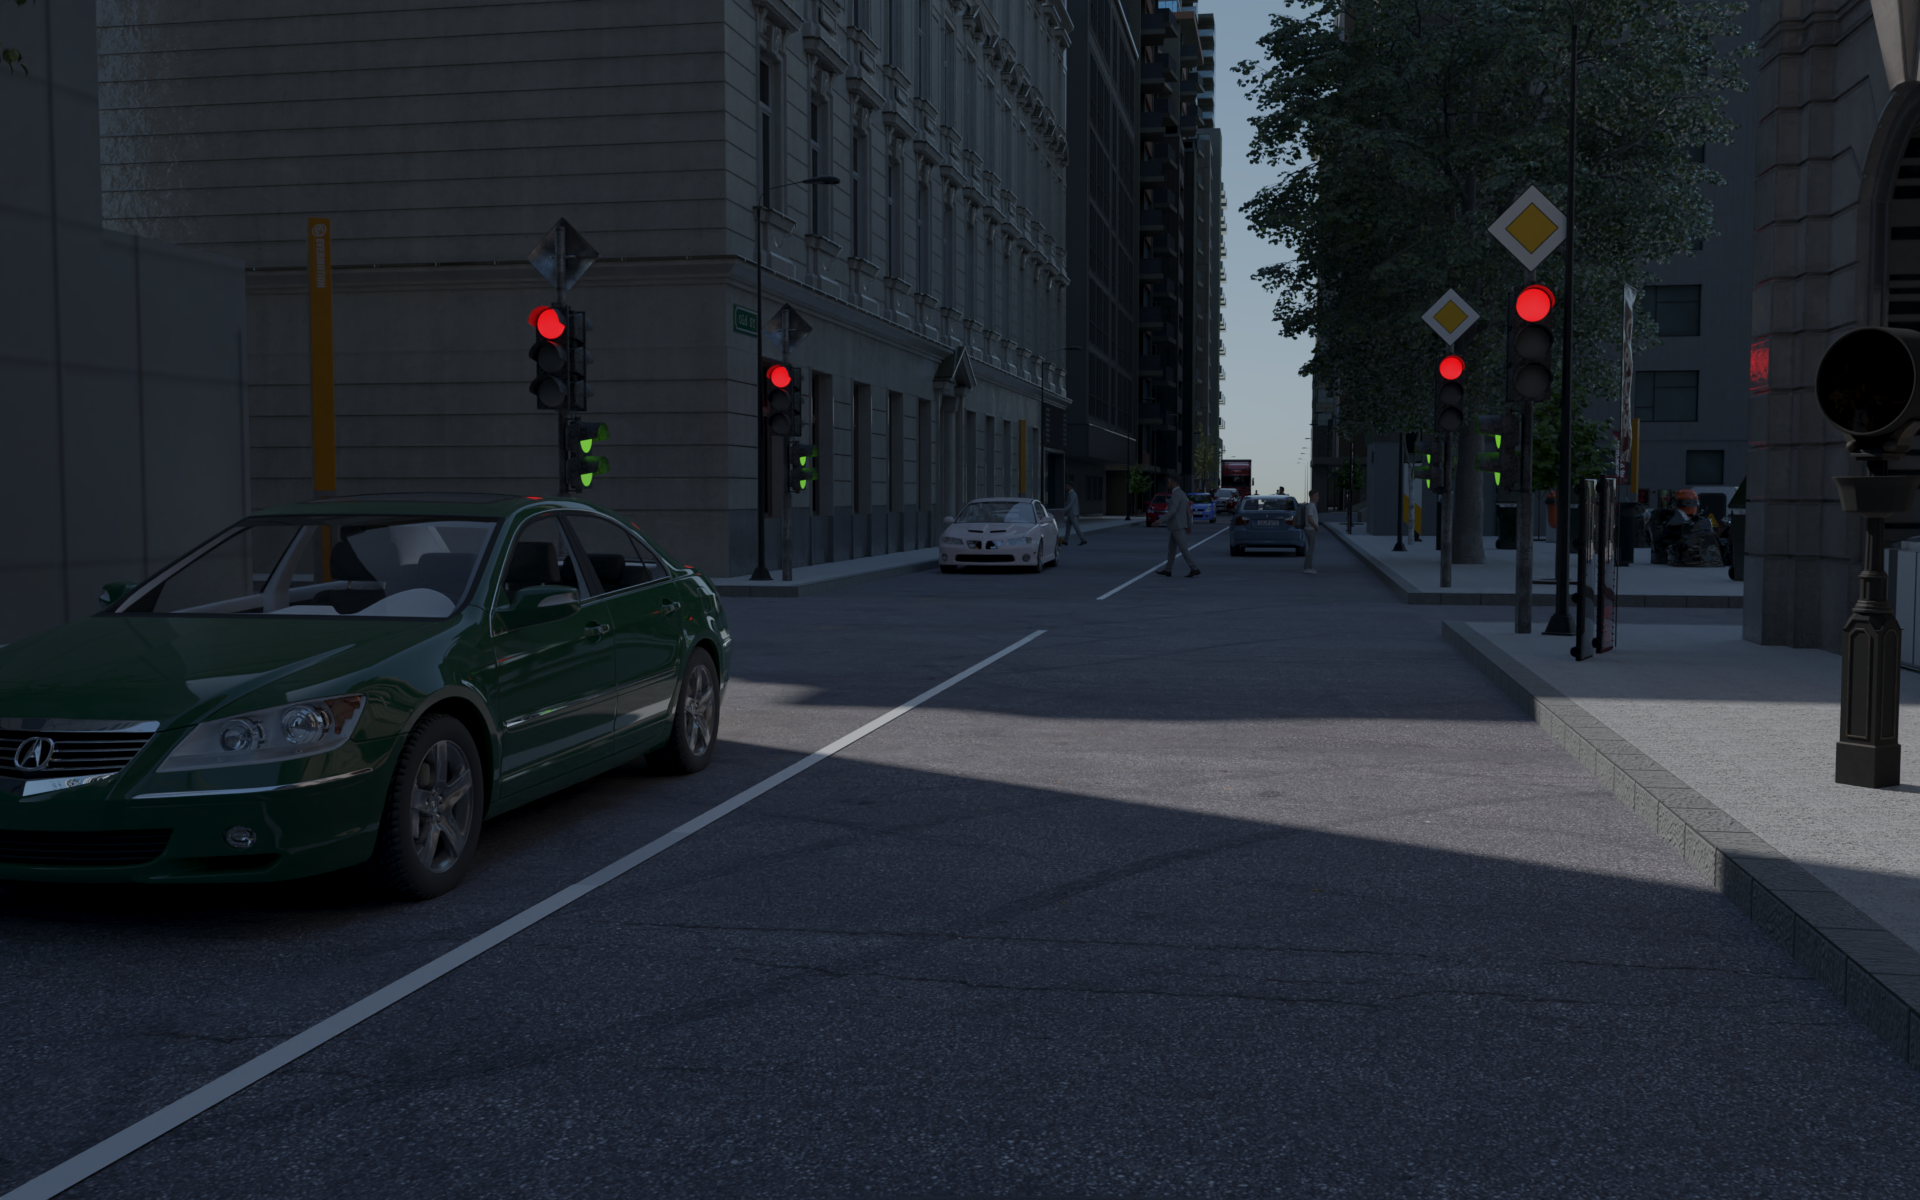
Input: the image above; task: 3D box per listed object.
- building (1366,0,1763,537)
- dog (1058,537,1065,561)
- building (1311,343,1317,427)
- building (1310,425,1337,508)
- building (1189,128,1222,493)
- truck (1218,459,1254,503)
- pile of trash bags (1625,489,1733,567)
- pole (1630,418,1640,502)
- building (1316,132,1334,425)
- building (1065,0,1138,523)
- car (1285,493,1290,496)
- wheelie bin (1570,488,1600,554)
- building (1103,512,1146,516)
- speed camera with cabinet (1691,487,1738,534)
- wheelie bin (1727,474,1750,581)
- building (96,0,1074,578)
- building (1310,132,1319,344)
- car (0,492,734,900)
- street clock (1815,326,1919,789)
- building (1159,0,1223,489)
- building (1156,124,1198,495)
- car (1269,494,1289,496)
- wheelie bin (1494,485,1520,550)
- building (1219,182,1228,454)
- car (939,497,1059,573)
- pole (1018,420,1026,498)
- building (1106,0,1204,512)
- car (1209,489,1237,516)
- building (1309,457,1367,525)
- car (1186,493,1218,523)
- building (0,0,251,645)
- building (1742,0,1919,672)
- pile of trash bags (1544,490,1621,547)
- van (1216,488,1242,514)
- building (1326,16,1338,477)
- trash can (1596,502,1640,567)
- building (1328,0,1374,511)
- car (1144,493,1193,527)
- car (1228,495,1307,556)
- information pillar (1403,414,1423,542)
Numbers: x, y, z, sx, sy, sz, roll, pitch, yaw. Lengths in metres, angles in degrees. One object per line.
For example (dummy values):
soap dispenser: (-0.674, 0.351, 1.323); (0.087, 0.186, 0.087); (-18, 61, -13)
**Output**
building: (20.877, -17.496, 57.766); (14.160, 30.474, 14.107); (1, 4, 11)
dog: (1.923, -1.091, 37.125); (0.406, 0.507, 0.540); (3, 5, 44)
building: (57.002, -22.354, 210.519); (27.650, 21.520, 28.899); (1, 4, 11)
building: (43.067, -51.414, 153.294); (22.319, 86.520, 31.000); (1, 4, 11)
building: (21.110, -30.926, 189.236); (14.154, 41.232, 14.086); (1, 4, 11)
truck: (22.544, -9.330, 141.465); (2.839, 4.237, 11.283); (1, 4, 9)
pile of trash bags: (13.622, -1.348, 31.790); (1.912, 1.369, 3.447); (1, 4, 9)
pole: (18.239, -3.241, 46.826); (0.158, 3.312, 0.155); (0, 3, 0)
building: (46.346, -30.979, 190.096); (14.154, 41.232, 14.086); (1, 4, 11)
building: (0.216, -17.600, 81.264); (14.314, 27.812, 24.014); (1, 4, 11)
car: (27.497, -8.451, 147.768); (1.945, 1.707, 3.694); (1, 4, 11)
wheelie bin: (13.443, -1.804, 37.398); (0.693, 1.594, 0.980); (-1, 4, -17)
building: (2.842, -28.161, 115.059); (22.147, 44.769, 28.867); (1, 4, 11)
speed camera with cabinet: (17.632, -2.736, 39.075); (2.038, 3.252, 0.660); (3, 4, 36)
wheelie bin: (11.761, -1.074, 25.475); (0.693, 1.594, 0.980); (-1, 4, -17)
building: (-7.288, -16.611, 48.004); (17.030, 29.872, 44.131); (1, 4, 11)
building: (62.581, -39.646, 237.447); (28.713, 52.752, 27.495); (1, 4, 11)
car: (-2.460, 0.248, 7.744); (2.131, 1.459, 4.920); (1, 4, 10)
street clock: (4.010, -0.185, 7.594); (0.358, 2.002, 0.471); (-2, 4, -29)
building: (21.230, -54.927, 210.731); (22.319, 86.520, 31.000); (1, 4, 11)
building: (11.171, -22.306, 136.402); (14.160, 30.474, 14.107); (1, 4, 11)
car: (19.038, -5.602, 103.392); (2.131, 1.459, 4.920); (1, 4, 11)
wheelie bin: (12.831, -1.972, 40.149); (0.693, 1.594, 0.980); (-3, 5, -44)
building: (25.844, -38.111, 242.723); (23.786, 49.044, 30.456); (1, 4, 11)
car: (0.804, -1.260, 32.957); (2.083, 1.381, 4.827); (1, 4, 9)
pole: (1.708, -3.285, 47.558); (0.158, 3.312, 0.155); (0, 3, 0)
building: (10.632, -30.781, 157.894); (22.147, 44.769, 28.867); (1, 4, 11)
car: (17.635, -6.645, 117.316); (2.281, 1.827, 5.304); (1, 4, 9)
building: (33.397, -23.896, 82.584); (32.217, 40.220, 23.993); (1, 4, 11)
car: (11.888, -4.699, 86.416); (1.945, 1.707, 3.694); (1, 4, 11)
building: (-19.487, -34.849, 8.041); (20.611, 71.187, 20.563); (1, 4, 11)
building: (10.520, -9.811, 2.213); (13.314, 21.916, 24.055); (1, 4, 11)
pile of trash bags: (15.751, -1.959, 41.777); (3.447, 1.369, 1.912); (-1, 4, -10)
van: (19.523, -7.284, 126.112); (2.013, 2.044, 4.112); (1, 4, 12)
building: (37.970, -28.749, 124.664); (22.147, 44.769, 28.867); (1, 4, 11)
trash can: (11.652, -1.168, 30.753); (0.748, 1.137, 0.748); (0, 3, 0)
building: (29.796, -27.746, 103.755); (14.600, 45.320, 14.200); (1, 4, 11)
car: (9.237, -4.112, 76.270); (2.155, 1.783, 4.494); (1, 4, 12)
car: (7.359, -1.785, 41.180); (2.014, 1.417, 4.499); (1, 4, 12)
information pillar: (12.228, -3.386, 46.708); (0.504, 3.616, 0.183); (1, 4, 9)
